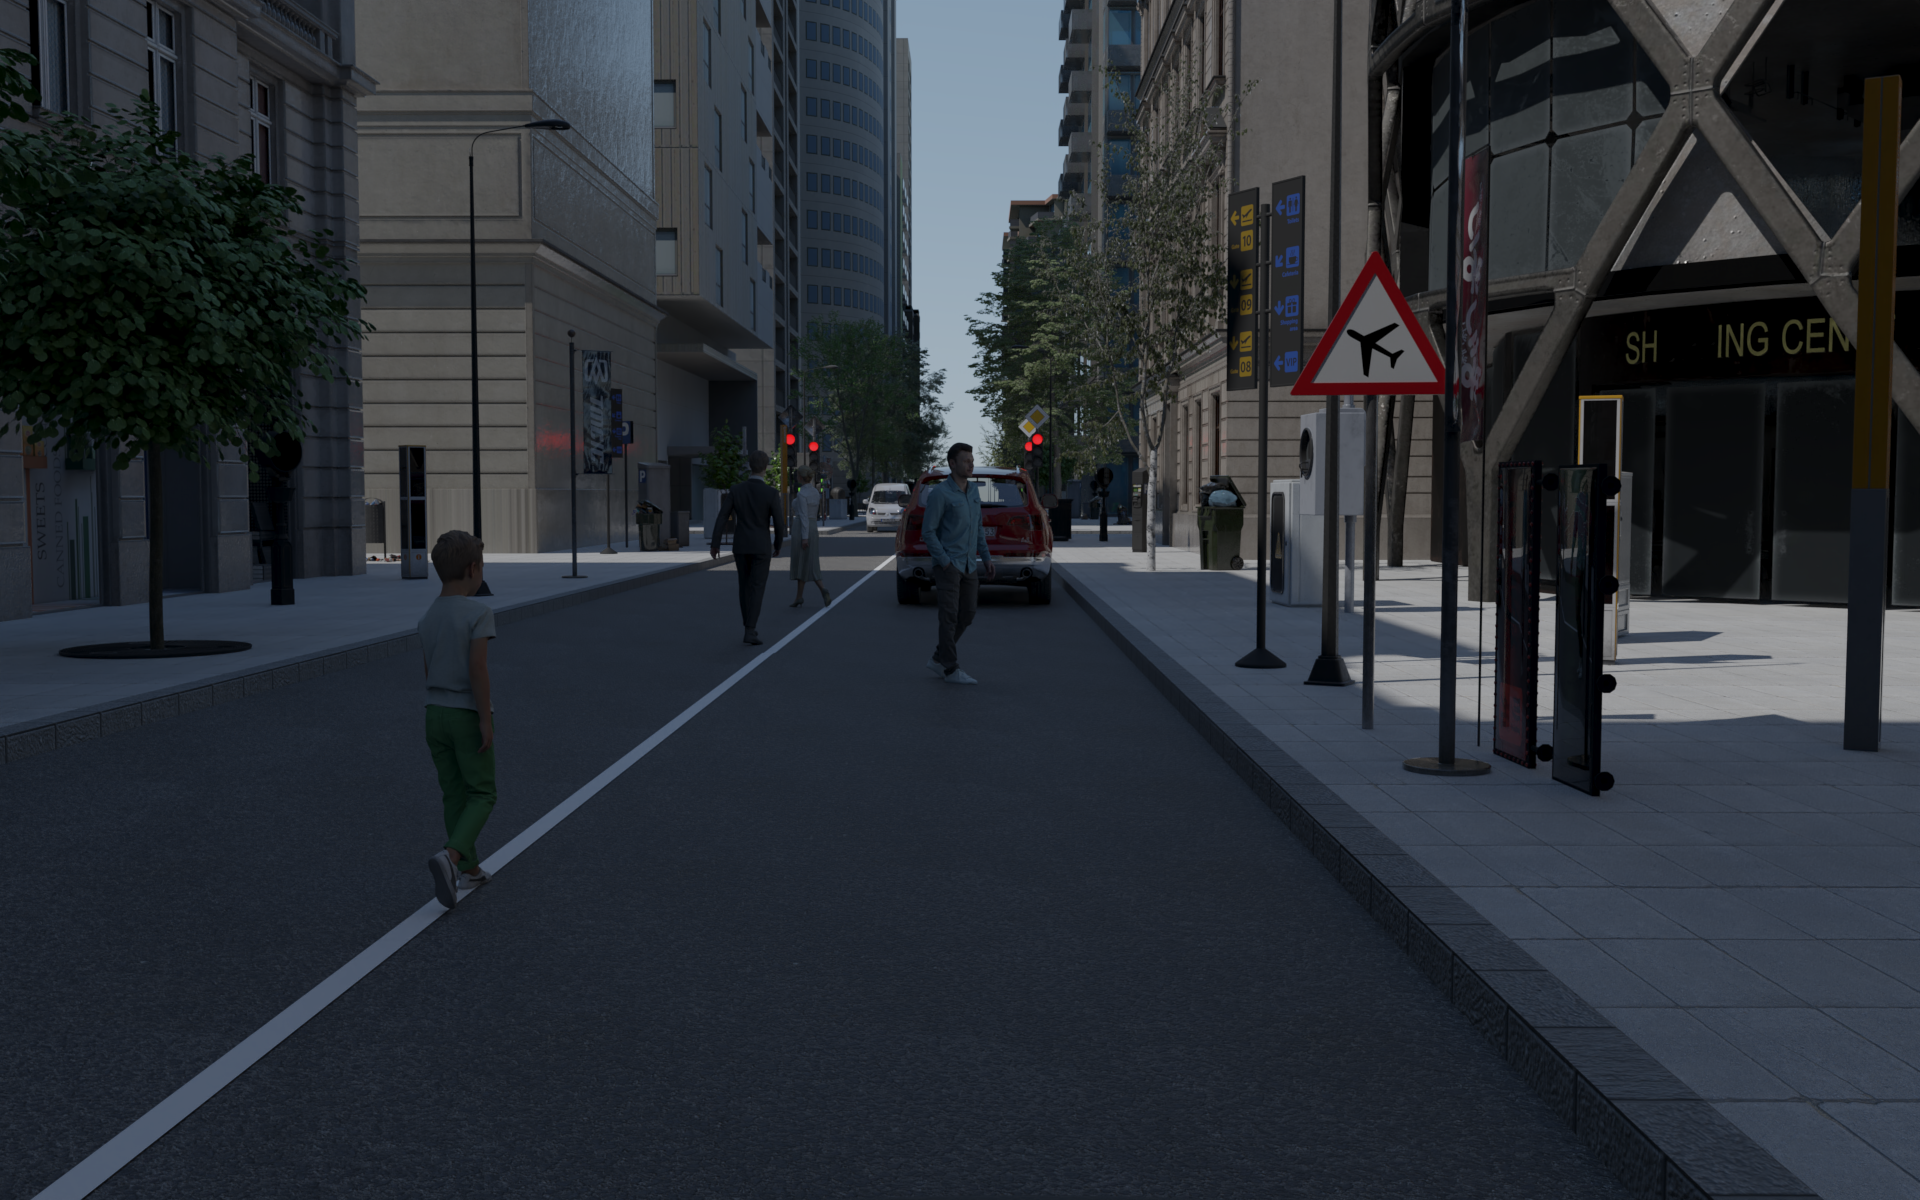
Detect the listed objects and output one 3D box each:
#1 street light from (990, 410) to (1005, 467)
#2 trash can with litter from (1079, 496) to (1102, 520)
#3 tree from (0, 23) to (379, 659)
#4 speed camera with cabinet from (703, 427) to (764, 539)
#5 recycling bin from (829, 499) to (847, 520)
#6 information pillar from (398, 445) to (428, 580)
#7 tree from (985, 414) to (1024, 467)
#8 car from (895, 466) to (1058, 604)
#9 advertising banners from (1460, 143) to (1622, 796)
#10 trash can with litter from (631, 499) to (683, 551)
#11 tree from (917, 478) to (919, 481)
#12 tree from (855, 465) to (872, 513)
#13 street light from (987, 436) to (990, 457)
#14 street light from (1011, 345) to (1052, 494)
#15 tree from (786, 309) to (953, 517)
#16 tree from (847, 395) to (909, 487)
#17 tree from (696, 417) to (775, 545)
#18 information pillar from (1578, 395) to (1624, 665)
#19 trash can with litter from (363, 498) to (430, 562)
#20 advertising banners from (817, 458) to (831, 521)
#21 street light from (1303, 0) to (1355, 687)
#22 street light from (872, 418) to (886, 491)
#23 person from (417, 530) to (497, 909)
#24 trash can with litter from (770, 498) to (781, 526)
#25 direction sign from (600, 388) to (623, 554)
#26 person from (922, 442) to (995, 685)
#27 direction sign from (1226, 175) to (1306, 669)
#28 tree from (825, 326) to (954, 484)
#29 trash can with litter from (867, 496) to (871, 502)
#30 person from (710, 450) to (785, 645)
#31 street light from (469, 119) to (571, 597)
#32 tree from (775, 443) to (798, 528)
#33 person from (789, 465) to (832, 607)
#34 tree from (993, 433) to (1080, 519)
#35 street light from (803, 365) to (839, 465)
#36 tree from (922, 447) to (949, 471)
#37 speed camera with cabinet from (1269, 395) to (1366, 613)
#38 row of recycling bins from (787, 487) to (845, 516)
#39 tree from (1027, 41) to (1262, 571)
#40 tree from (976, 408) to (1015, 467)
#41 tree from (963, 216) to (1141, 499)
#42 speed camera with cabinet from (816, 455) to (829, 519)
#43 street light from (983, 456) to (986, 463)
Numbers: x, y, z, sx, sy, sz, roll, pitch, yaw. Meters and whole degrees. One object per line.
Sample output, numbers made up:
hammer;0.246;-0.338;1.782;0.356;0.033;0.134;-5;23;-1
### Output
street light;2.529;-7.470;94.675;1.470;5.913;1.316;0;4;0
trash can with litter;6.530;-4.613;86.804;1.055;1.170;0.624;-1;4;-12
tree;-6.499;-1.850;13.960;4.285;4.588;4.351;0;3;0
speed camera with cabinet;-6.551;-3.416;50.193;0.660;3.252;2.038;2;4;34
recycling bin;-6.162;-4.588;87.561;0.722;1.027;0.722;1;4;18
information pillar;-8.224;-1.319;26.063;0.304;2.012;0.304;-3;5;-43
tree;4.177;-10.950;129.393;4.360;8.622;3.978;0;3;0
car;0.234;-0.943;24.084;2.281;1.827;5.304;0;4;2
advertising banners;2.661;-0.735;8.199;0.090;3.025;2.074;0;4;-2
trash can with litter;-6.814;-1.687;38.975;1.055;1.170;0.624;-3;5;-43
tree;-4.019;-16.476;253.098;4.285;4.588;4.351;0;3;0
tree;-6.782;-7.508;117.358;1.663;3.219;1.824;0;3;0
street light;2.995;-10.075;137.275;1.470;5.913;1.316;0;4;0
street light;2.289;-4.990;54.133;1.470;5.913;1.316;0;4;0
tree;-5.910;-10.473;96.985;9.928;11.665;9.643;0;3;0
tree;-5.785;-10.518;122.334;4.737;8.622;4.395;0;3;0
tree;-5.808;-3.017;43.934;1.663;3.219;1.824;0;3;0
information pillar;4.829;-0.526;13.096;0.304;2.012;0.304;1;4;22
trash can with litter;-10.864;-1.339;32.955;2.233;1.210;1.678;0;4;8
advertising banners;-6.568;-5.327;83.289;0.090;3.025;2.074;1;4;16
street light;1.955;-2.385;11.533;1.470;5.913;1.316;0;4;0
street light;-4.754;-8.123;105.356;1.470;5.913;1.316;0;4;0
person;-1.779;0.406;6.117;0.306;1.304;0.590;0;4;4
trash can with litter;-7.462;-3.515;68.525;1.678;1.210;2.233;1;4;16
direction sign;-7.532;-2.754;37.031;0.379;3.537;0.876;2;4;34
person;-0.061;-0.289;13.249;0.620;1.820;0.660;2;4;35
direction sign;2.237;-1.271;12.781;0.379;3.537;0.876;-2;4;-28
tree;-5.592;-13.695;130.566;9.857;13.997;8.962;0;3;0
trash can with litter;-6.797;-7.712;137.471;1.055;1.170;0.624;-1;4;-18
person;-1.982;-0.511;16.625;0.659;1.850;0.755;1;4;11
street light;-5.524;-3.002;21.627;1.470;5.913;1.316;0;4;0
tree;-6.891;-4.343;65.605;1.663;3.219;1.824;0;3;0
person;-1.890;-0.802;21.845;0.641;1.798;0.478;3;4;38
tree;4.169;-5.992;81.677;4.285;4.588;4.351;0;3;0
street light;-5.083;-5.512;62.660;1.470;5.913;1.316;0;4;0
tree;-4.980;-22.158;296.686;8.767;10.594;7.601;-2;4;-24
speed camera with cabinet;3.985;-1.536;19.445;0.660;3.252;2.038;0;4;-3
row of recycling bins;-8.419;-5.720;100.641;3.534;1.692;1.069;-1;4;-10
tree;3.180;-4.806;28.940;4.360;8.622;3.978;0;3;0
tree;3.634;-11.758;142.610;4.737;8.622;4.395;0;3;0
tree;3.617;-9.383;71.533;7.486;12.596;7.792;0;3;0
speed camera with cabinet;-7.465;-5.783;88.895;0.660;3.252;2.038;-2;4;-34
street light;3.276;-12.092;170.252;1.470;5.913;1.316;0;4;0
